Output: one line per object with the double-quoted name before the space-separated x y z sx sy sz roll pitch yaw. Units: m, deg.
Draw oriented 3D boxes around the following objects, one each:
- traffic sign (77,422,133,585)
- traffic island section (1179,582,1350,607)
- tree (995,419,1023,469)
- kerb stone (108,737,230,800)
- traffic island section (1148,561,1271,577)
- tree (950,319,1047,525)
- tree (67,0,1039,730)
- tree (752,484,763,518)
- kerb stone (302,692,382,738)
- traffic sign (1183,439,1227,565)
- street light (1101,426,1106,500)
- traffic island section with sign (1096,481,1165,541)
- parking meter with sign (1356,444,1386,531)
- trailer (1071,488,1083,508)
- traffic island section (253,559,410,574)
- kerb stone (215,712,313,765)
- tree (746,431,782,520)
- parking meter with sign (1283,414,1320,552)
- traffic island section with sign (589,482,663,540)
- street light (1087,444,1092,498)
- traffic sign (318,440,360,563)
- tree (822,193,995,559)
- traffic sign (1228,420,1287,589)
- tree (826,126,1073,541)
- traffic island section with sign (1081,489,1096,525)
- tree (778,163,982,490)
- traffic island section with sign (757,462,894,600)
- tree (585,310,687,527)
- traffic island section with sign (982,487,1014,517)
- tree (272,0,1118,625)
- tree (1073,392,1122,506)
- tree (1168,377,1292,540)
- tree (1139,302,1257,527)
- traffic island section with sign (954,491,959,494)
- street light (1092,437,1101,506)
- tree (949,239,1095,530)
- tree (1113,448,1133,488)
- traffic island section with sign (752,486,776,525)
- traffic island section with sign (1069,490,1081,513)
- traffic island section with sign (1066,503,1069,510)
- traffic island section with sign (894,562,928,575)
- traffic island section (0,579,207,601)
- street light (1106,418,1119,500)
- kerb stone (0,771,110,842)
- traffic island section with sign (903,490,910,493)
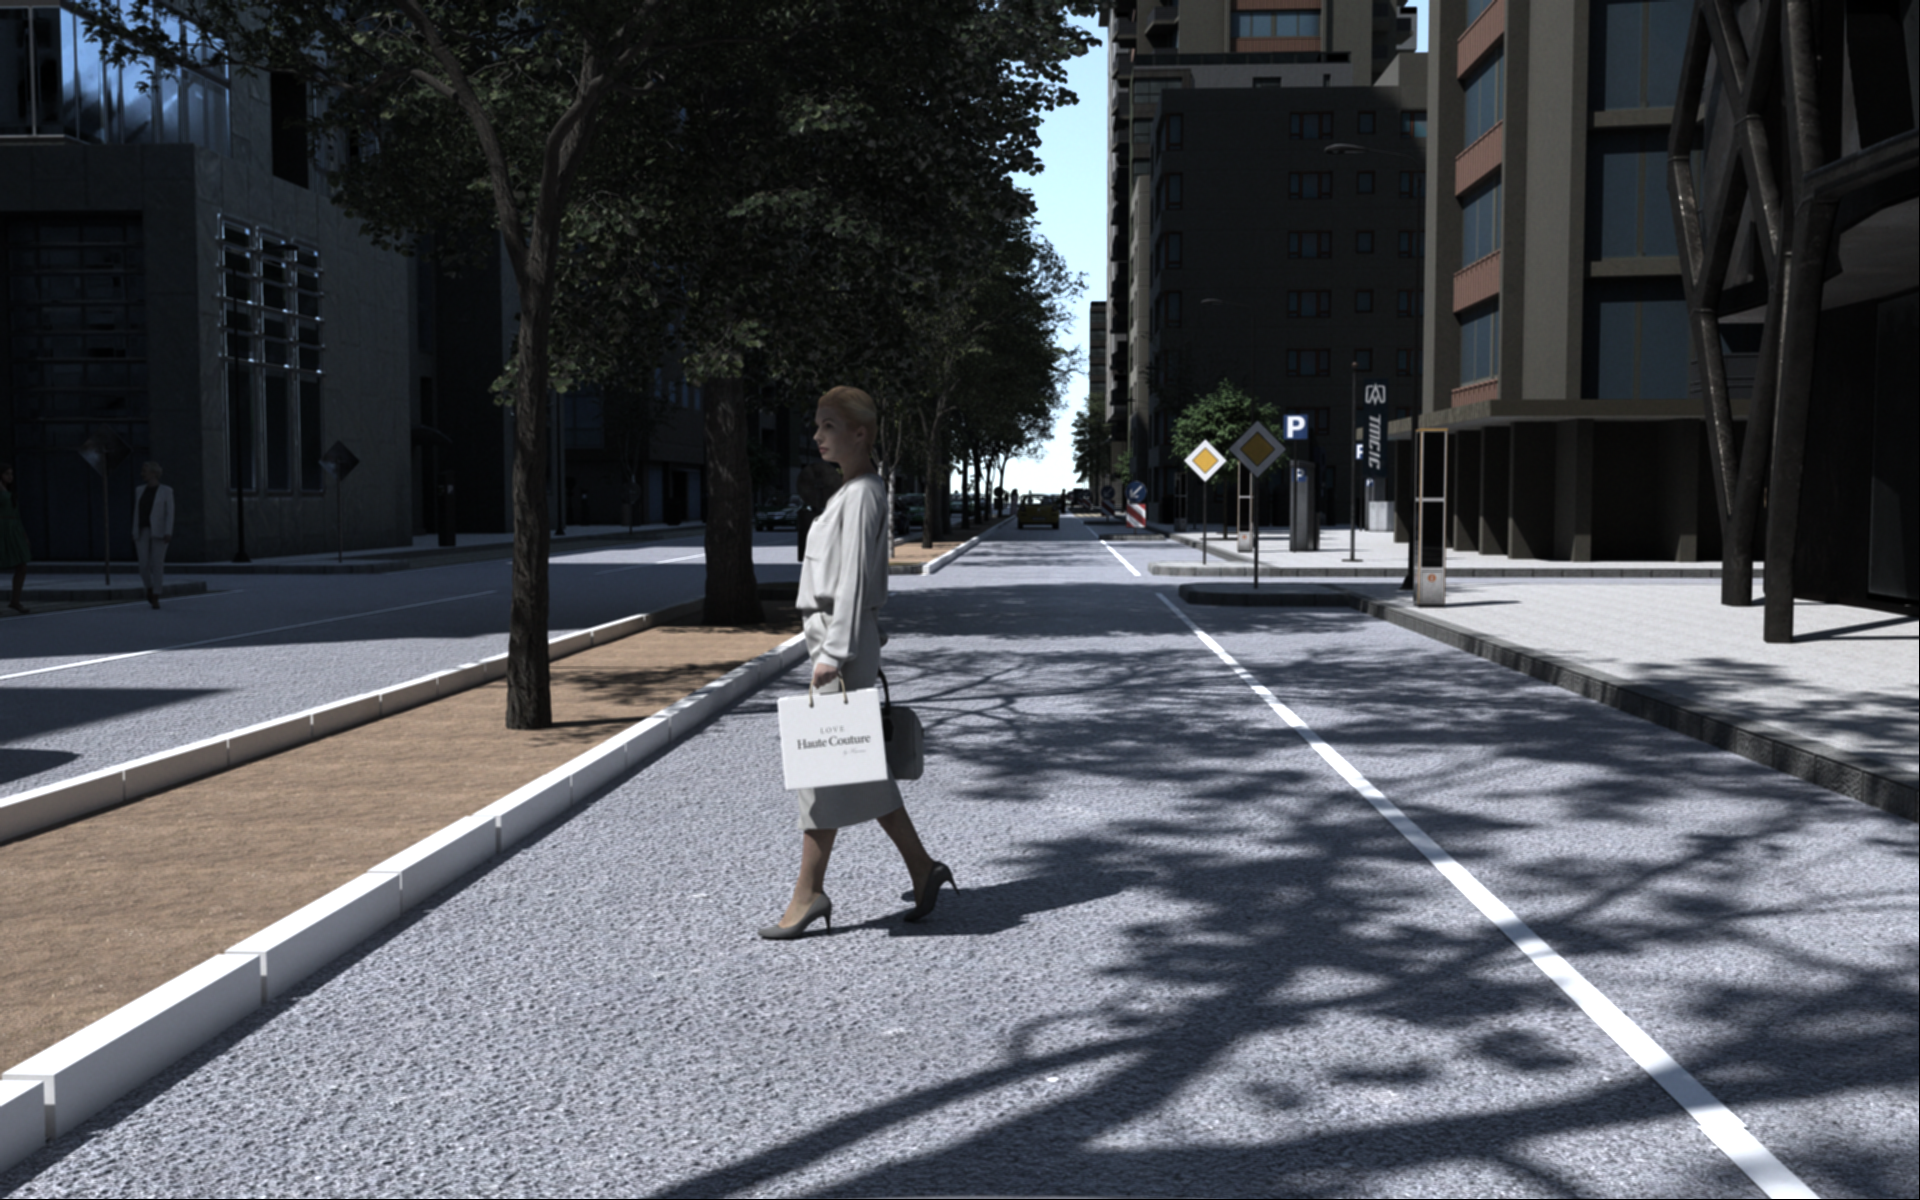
"traffic sign" -12.003 -1.266 24.336 0.795 2.450 0.064 0 4 3
"traffic island section" 4.042 -0.077 23.540 2.009 0.180 2.903 0 4 3
"tree" 1.682 -8.818 97.001 4.737 8.622 4.395 0 3 0
"kerb stone" -3.913 0.835 8.549 0.120 0.150 1.000 0 4 3
"traffic island section" 4.467 -0.565 31.514 2.009 0.180 2.903 0 4 3
"tree" 0.744 -9.366 81.346 9.928 11.665 9.643 0 3 0
"tree" -2.677 -4.468 9.916 8.767 10.594 7.601 0 4 3
"tree" -11.072 -5.964 92.120 1.663 3.219 1.824 0 3 0
"kerb stone" -3.803 0.709 10.597 0.120 0.150 1.000 0 4 3
"traffic sign" 4.443 -1.700 31.438 0.795 2.450 0.064 0 4 3
"street light" 10.580 -8.915 118.309 1.470 5.913 1.316 0 4 3
"traffic island section with sign" 5.341 -2.777 54.038 1.989 1.847 2.006 0 4 3
"parking meter with sign" 14.497 -3.918 60.323 1.738 3.016 0.543 -3 5 -39
"trailer" 11.994 -10.338 176.081 1.471 1.999 3.904 0 4 2
"traffic island section" -11.601 -0.617 32.373 2.009 0.180 2.903 0 4 3
"kerb stone" -3.860 0.772 9.569 0.120 0.150 1.000 0 4 3
"tree" -10.824 -6.361 87.718 4.285 4.588 4.351 0 3 0
"parking meter with sign" 7.689 -2.599 38.759 0.543 3.016 1.738 2 4 23
"traffic island section with sign" -10.424 -2.801 54.426 1.989 1.847 2.006 0 4 3
"street light" 12.830 -11.539 161.199 1.470 5.913 1.316 0 4 3
"traffic sign" -11.577 -1.753 32.310 0.795 2.450 0.064 0 4 3
"tree" -1.566 -5.242 38.523 4.737 8.622 4.395 0 3 0
"traffic sign" 4.018 -1.212 23.464 0.795 2.450 0.064 0 4 3
"tree" -0.634 -8.054 52.259 7.486 12.596 7.792 0 3 0
"traffic island section with sign" 6.790 -4.431 81.079 1.989 1.847 2.006 0 4 3
"tree" -1.508 -4.945 33.672 4.360 8.622 3.978 0 3 0
"traffic island section with sign" -2.043 -0.977 24.103 2.006 1.907 1.989 0 4 3
"tree" -12.706 -7.162 67.466 4.360 8.622 3.978 0 3 0
"traffic island section with sign" 2.356 -6.018 106.532 2.006 1.907 1.989 0 4 3
"tree" -2.503 -6.698 18.628 9.857 13.997 8.962 0 3 0
"tree" 15.429 -16.748 191.949 7.486 12.596 7.792 0 3 0
"tree" 7.531 -3.961 48.474 4.285 4.588 4.351 0 3 0
"tree" 8.926 -7.118 66.740 4.360 8.622 3.978 0 3 0
"traffic island section with sign" -0.435 -14.251 241.638 1.989 1.847 2.006 0 4 3
"street light" 11.627 -10.227 139.758 1.470 5.913 1.316 0 4 3
"tree" 0.192 -9.589 69.612 12.009 13.543 11.850 0 3 0
"tree" 11.293 -7.657 108.898 4.285 4.588 4.351 0 3 0
"traffic island section with sign" -8.983 -4.458 81.516 1.989 1.847 2.006 0 4 3
"traffic island section with sign" 9.426 -7.457 130.542 1.989 1.847 2.006 0 4 3
"traffic island section with sign" 10.865 -9.103 157.459 1.989 1.847 2.006 0 4 3
"traffic island section with sign" -1.639 -1.429 31.499 2.006 1.907 1.989 0 4 3
"traffic island section" -12.027 -0.130 24.399 2.009 0.180 2.903 0 4 3
"street light" 9.901 -8.175 106.205 1.470 5.913 1.316 0 4 3
"kerb stone" -3.963 0.897 7.528 0.120 0.150 1.000 0 4 3
"traffic island section with sign" -4.875 -9.165 158.480 1.989 1.847 2.006 0 4 3
